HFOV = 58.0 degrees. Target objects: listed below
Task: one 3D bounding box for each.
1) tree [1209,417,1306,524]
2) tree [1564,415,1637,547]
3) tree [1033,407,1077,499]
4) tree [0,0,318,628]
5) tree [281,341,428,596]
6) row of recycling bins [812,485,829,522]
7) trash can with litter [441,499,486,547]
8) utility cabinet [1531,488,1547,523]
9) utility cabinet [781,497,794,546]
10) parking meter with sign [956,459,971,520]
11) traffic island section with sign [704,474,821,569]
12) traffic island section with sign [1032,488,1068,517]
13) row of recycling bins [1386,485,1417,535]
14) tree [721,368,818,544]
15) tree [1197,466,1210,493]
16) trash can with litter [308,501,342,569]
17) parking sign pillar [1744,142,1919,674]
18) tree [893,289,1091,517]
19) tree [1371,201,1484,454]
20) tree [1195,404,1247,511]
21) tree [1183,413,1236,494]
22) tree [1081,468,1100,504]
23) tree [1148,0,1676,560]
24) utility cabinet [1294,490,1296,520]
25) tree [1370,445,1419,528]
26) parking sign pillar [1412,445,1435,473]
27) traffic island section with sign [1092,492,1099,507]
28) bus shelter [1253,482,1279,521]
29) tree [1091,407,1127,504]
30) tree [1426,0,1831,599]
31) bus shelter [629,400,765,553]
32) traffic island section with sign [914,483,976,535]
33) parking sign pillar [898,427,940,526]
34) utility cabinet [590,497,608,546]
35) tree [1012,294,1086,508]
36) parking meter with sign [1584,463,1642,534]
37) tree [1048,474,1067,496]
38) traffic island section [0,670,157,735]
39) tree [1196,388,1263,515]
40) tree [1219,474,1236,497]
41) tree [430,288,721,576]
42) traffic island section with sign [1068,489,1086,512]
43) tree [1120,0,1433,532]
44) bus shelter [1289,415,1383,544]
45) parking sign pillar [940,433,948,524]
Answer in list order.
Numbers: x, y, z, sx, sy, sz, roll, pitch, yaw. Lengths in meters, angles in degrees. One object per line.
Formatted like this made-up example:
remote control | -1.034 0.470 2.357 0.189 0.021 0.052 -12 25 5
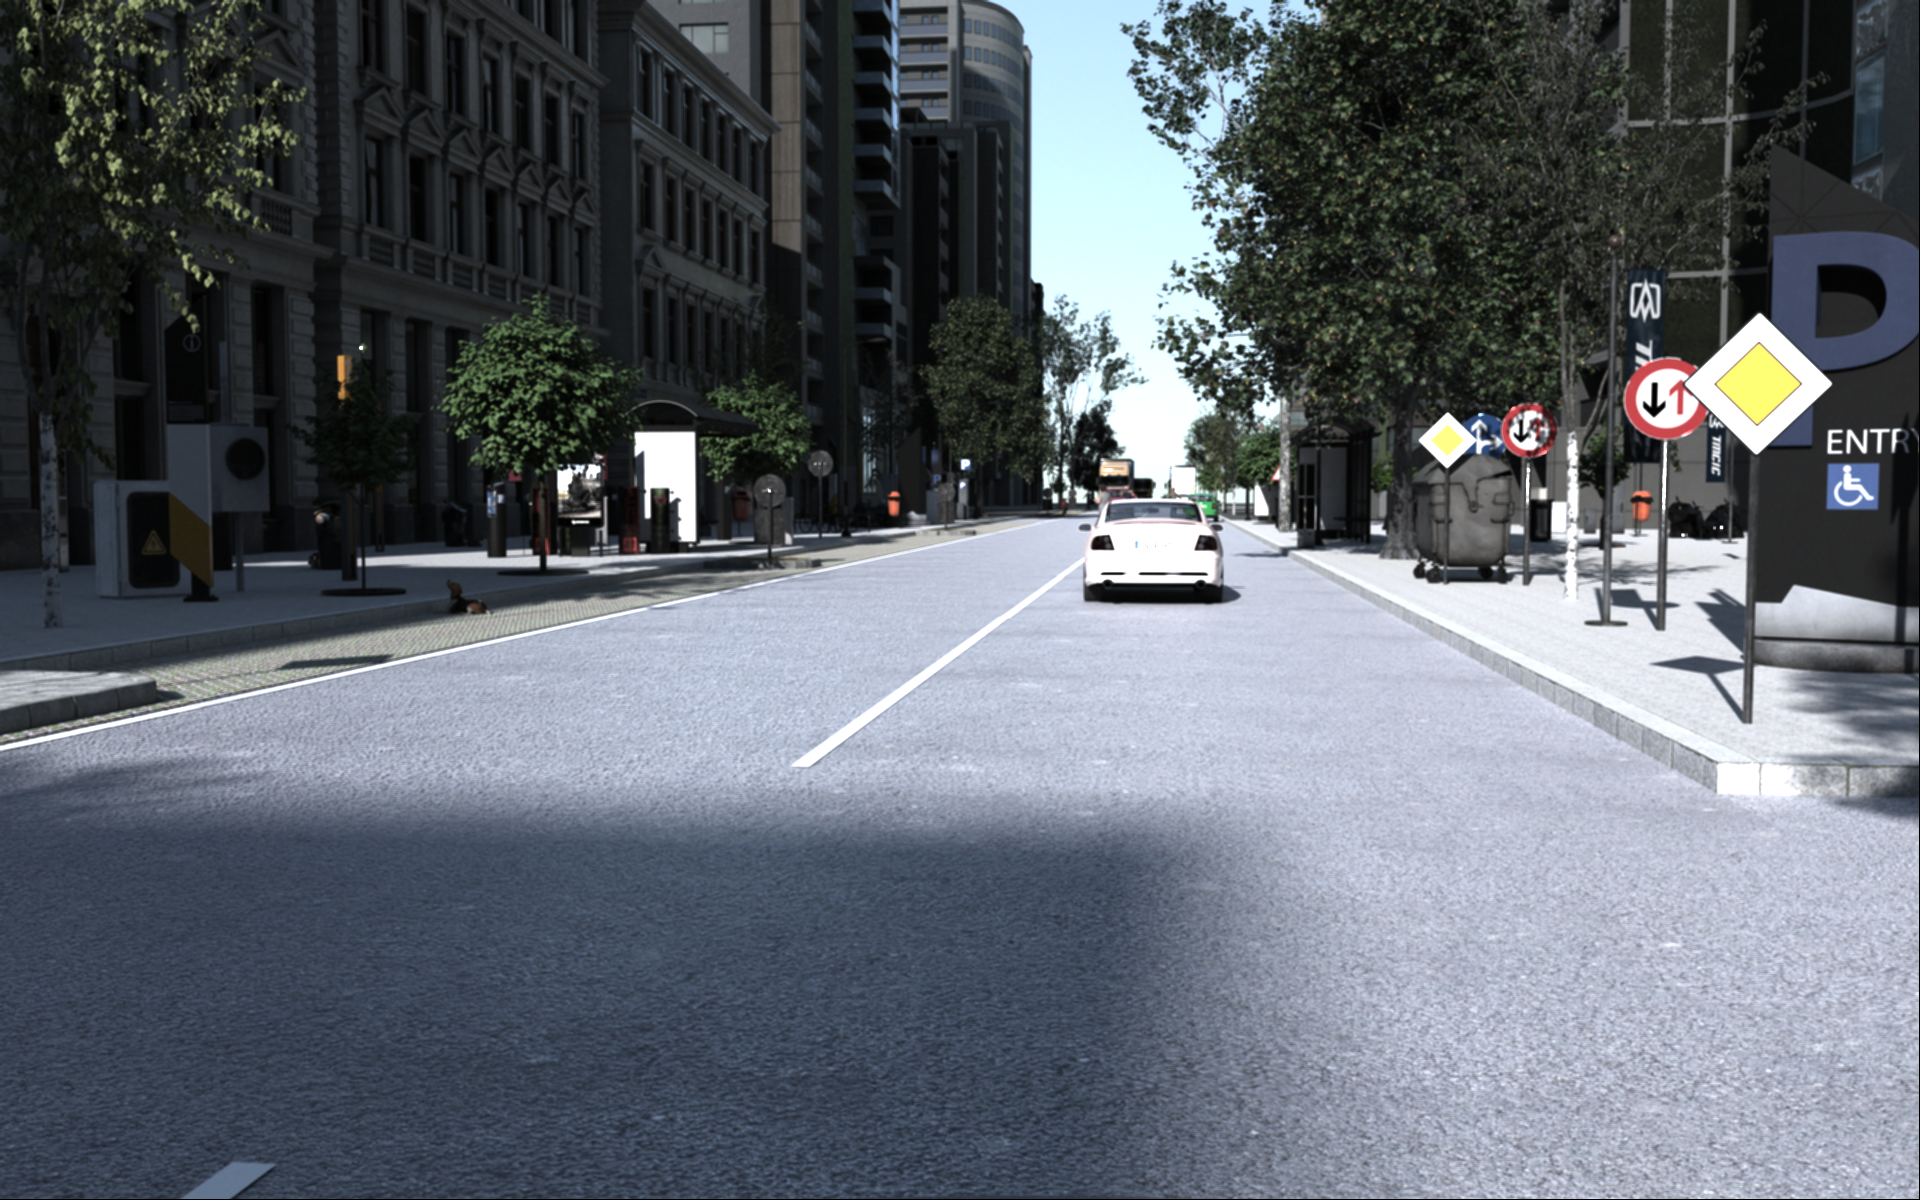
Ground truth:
tree | 13.355 -5.530 74.128 4.285 4.588 4.351 0 3 0
tree | 15.564 -2.911 42.201 1.663 3.219 1.824 0 3 0
tree | 7.573 -11.767 142.760 4.737 8.622 4.395 0 3 0
tree | -8.521 -4.046 16.521 4.737 8.622 4.395 0 3 0
tree | -7.556 -1.676 22.009 1.663 3.219 1.824 0 3 0
row of recycling bins | -6.453 -4.525 81.104 1.069 1.692 3.534 0 4 -5
trash can with litter | -12.079 -1.885 42.204 1.055 1.170 0.624 1 4 10
utility cabinet | 20.833 -3.289 62.451 0.318 1.500 1.173 0 4 3
utility cabinet | -4.269 -1.938 42.852 0.306 1.237 1.020 0 4 -4
parking meter with sign | 0.155 -5.453 85.417 0.543 3.016 1.738 1 4 9
traffic island section with sign | -3.780 -1.539 33.788 1.989 1.847 2.006 0 4 7
traffic island section with sign | 5.621 -6.200 109.999 1.989 1.847 2.006 0 4 7
row of recycling bins | 14.632 -2.824 53.288 1.069 1.692 3.534 -3 5 -40
tree | -5.372 -3.771 45.371 4.285 4.588 4.351 0 3 0
tree | 18.415 -7.768 110.722 4.285 4.588 4.351 0 3 0
trash can with litter | -10.872 -1.114 29.600 0.624 1.170 1.055 -3 5 -42
parking sign pillar | 6.713 -1.498 12.965 1.447 3.967 1.447 2 4 32
tree | 0.983 -11.009 97.007 9.611 12.733 9.660 0 3 0
tree | 11.800 -5.592 41.797 4.737 8.622 4.395 0 3 0
tree | 20.396 -11.168 132.964 4.737 8.622 4.395 0 3 0
tree | 31.378 -17.750 215.974 9.928 11.665 9.643 0 3 0
tree | 18.932 -15.449 236.307 4.285 4.588 4.351 0 3 0
tree | 8.726 -7.145 33.830 9.611 12.733 9.660 0 3 0
utility cabinet | 15.870 -4.570 83.396 1.173 1.500 0.318 -2 4 -27
tree | 16.595 -4.379 66.195 1.663 3.219 1.824 0 3 0
parking sign pillar | 21.679 -5.685 81.422 1.447 3.967 1.447 3 5 40
traffic island section with sign | 15.692 -11.196 191.677 1.989 1.847 2.006 0 4 7
bus shelter | 14.361 -5.225 79.345 2.014 3.302 5.546 0 4 7
tree | 17.473 -19.031 228.160 9.611 12.733 9.660 0 3 0
tree | 7.644 -4.308 20.794 4.360 8.622 3.978 0 3 0
bus shelter | -6.106 -2.814 39.938 2.014 3.302 5.546 0 4 7
traffic island section with sign | -0.483 -3.175 60.542 1.989 1.847 2.006 0 4 7
parking sign pillar | -1.942 -4.997 70.173 1.447 3.967 1.447 -3 5 -42
utility cabinet | -9.166 -1.983 43.588 0.306 1.237 1.020 -2 4 -29
tree | 10.327 -18.697 161.590 12.611 20.169 13.585 0 3 0
parking meter with sign | 21.073 -3.645 55.855 1.738 3.016 0.543 1 4 15
tree | 8.763 -9.766 154.281 1.663 3.219 1.824 0 3 0
traffic island section | -6.583 0.687 11.055 2.009 0.180 2.903 0 4 7
tree | 16.609 -9.538 106.308 4.360 8.622 3.978 0 3 0
tree | 22.365 -9.295 146.575 1.663 3.219 1.824 0 3 0
tree | -6.798 -2.695 27.784 4.285 4.588 4.351 0 3 0
traffic island section with sign | 8.967 -7.859 137.119 1.989 1.847 2.006 0 4 7
tree | 11.919 -12.275 56.579 12.611 20.169 13.585 0 3 0
bus shelter | 10.102 -3.246 47.003 2.014 3.302 5.546 0 4 7
parking sign pillar | -1.001 -5.347 75.887 1.447 3.967 1.447 0 4 -1
